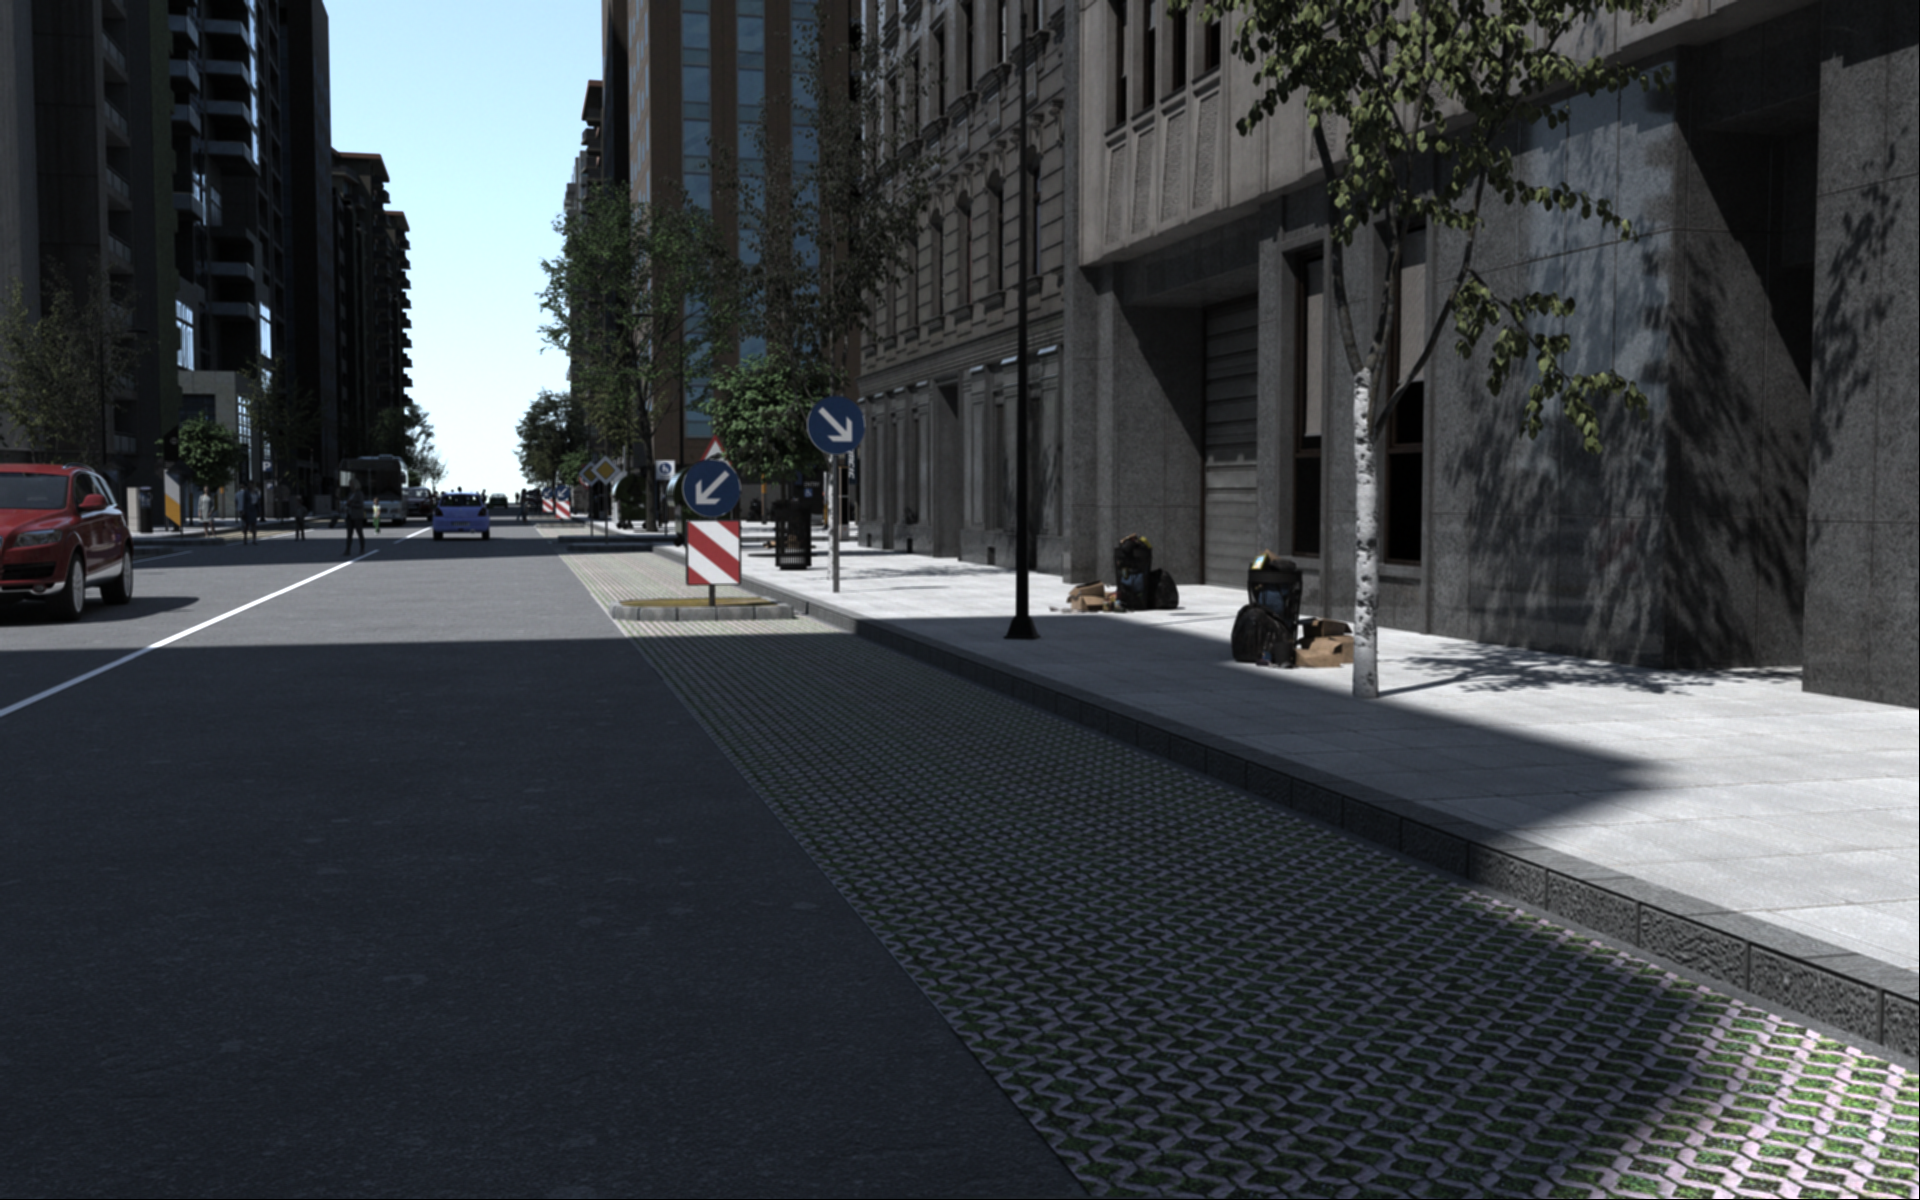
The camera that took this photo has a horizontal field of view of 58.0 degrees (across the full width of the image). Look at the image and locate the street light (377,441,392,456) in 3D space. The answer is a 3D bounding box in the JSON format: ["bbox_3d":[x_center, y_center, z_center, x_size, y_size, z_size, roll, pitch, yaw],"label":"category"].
[{"bbox_3d":[-50.557,-10.987,152.182,1.470,5.913,1.316,-1,4,-15],"label":"street light"}]

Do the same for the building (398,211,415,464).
[{"bbox_3d":[-93.285,-36.868,257.410,22.147,44.769,28.867,-1,4,-15],"label":"building"}]

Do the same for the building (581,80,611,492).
[{"bbox_3d":[-28.639,-32.410,184.531,22.147,44.769,28.867,-1,4,-15],"label":"building"}]

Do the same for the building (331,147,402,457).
[{"bbox_3d":[-82.408,-34.270,214.931,22.147,44.769,28.867,-1,4,-15],"label":"building"}]

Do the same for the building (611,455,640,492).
[{"bbox_3d":[-12.518,-41.358,114.452,20.563,71.187,20.611,-1,4,-15],"label":"building"}]

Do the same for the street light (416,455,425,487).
[{"bbox_3d":[-63.993,-14.158,204.019,1.470,5.913,1.316,-1,4,-15],"label":"street light"}]

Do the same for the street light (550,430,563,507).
[{"bbox_3d":[-28.697,-9.325,125.004,1.470,5.913,1.316,-1,4,-15],"label":"street light"}]

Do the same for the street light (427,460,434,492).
[{"bbox_3d":[-71.855,-15.998,234.101,1.470,5.913,1.316,-1,4,-15],"label":"street light"}]

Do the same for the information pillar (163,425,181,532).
[{"bbox_3d":[-26.470,-4.090,58.228,0.504,3.616,0.183,-1,4,-22],"label":"information pillar"}]

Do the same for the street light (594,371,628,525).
[{"bbox_3d":[-12.990,-5.654,64.991,1.470,5.913,1.316,-1,4,-15],"label":"street light"}]

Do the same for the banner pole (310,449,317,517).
[{"bbox_3d":[-36.185,-6.528,96.748,0.401,3.779,0.863,-1,4,-12],"label":"banner pole"}]

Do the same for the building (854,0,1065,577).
[{"bbox_3d":[4.271,-11.338,34.530,9.793,20.994,18.267,-1,4,-15],"label":"building"}]

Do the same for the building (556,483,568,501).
[{"bbox_3d":[-47.087,-35.488,272.105,32.217,40.220,23.993,-1,4,-15],"label":"building"}]

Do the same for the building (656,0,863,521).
[{"bbox_3d":[-9.678,-26.891,89.775,14.600,45.320,14.200,-1,4,-15],"label":"building"}]

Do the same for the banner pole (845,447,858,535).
[{"bbox_3d":[-3.278,-3.935,54.354,0.863,3.779,0.401,2,4,29],"label":"banner pole"}]

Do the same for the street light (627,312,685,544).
[{"bbox_3d":[-7.708,-4.404,44.542,1.470,5.913,1.316,-1,4,-15],"label":"street light"}]

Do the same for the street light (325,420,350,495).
[{"bbox_3d":[-39.105,-8.317,108.518,1.470,5.913,1.316,-1,4,-15],"label":"street light"}]

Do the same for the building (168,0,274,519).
[{"bbox_3d":[-52.682,-48.196,100.684,22.319,86.520,31.000,-1,4,-15],"label":"building"}]

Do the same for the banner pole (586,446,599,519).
[{"bbox_3d":[-19.177,-6.148,90.542,0.863,3.779,0.401,2,4,30],"label":"banner pole"}]

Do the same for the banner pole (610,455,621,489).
[{"bbox_3d":[-20.753,-7.017,104.742,0.863,3.779,0.401,-1,4,-11],"label":"banner pole"}]

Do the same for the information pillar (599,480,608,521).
[{"bbox_3d":[-17.142,-4.815,83.219,0.304,2.012,0.304,2,4,24],"label":"information pillar"}]

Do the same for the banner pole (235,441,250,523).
[{"bbox_3d":[-31.411,-5.238,75.650,0.863,3.779,0.401,0,4,4],"label":"banner pole"}]

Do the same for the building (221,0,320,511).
[{"bbox_3d":[-59.055,-42.128,127.053,20.563,71.187,20.611,-1,4,-15],"label":"building"}]

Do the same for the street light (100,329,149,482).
[{"bbox_3d":[-23.492,-4.659,48.713,1.470,5.913,1.316,-1,4,-15],"label":"street light"}]

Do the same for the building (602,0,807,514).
[{"bbox_3d":[-20.927,-29.843,138.049,14.600,45.320,14.200,-1,4,-15],"label":"building"}]

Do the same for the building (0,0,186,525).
[{"bbox_3d":[-38.928,-23.398,66.145,14.154,41.232,14.086,-1,4,-15],"label":"building"}]

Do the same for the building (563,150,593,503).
[{"bbox_3d":[-44.024,-38.183,243.902,23.786,49.044,30.456,-1,4,-15],"label":"building"}]

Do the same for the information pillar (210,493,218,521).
[{"bbox_3d":[-35.899,-5.608,83.038,0.504,3.616,0.183,-3,5,-44],"label":"information pillar"}]

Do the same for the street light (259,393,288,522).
[{"bbox_3d":[-31.400,-6.525,79.228,1.470,5.913,1.316,-1,4,-15],"label":"street light"}]

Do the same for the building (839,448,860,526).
[{"bbox_3d":[9.544,-25.368,69.392,28.867,44.769,22.147,-1,4,-15],"label":"building"}]

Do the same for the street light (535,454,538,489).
[{"bbox_3d":[-47.904,-13.833,198.717,1.470,5.913,1.316,-1,4,-15],"label":"street light"}]

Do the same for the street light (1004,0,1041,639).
[{"bbox_3d":[0.029,-2.605,15.133,1.470,5.913,1.316,-1,4,-15],"label":"street light"}]

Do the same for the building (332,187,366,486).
[{"bbox_3d":[-63.674,-23.790,160.665,14.160,30.474,14.107,-1,4,-15],"label":"building"}]

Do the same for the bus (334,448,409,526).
[{"bbox_3d":[-27.244,-5.257,80.818,2.948,3.499,13.247,-1,4,-16],"label":"bus"}]

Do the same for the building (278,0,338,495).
[{"bbox_3d":[-60.614,-30.299,145.507,14.600,45.320,14.200,-1,4,-15],"label":"building"}]

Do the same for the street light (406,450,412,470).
[{"bbox_3d":[-58.346,-12.817,182.094,1.470,5.913,1.316,-1,4,-15],"label":"street light"}]

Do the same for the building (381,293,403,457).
[{"bbox_3d":[-84.466,-28.512,237.871,14.160,30.474,14.107,-1,4,-15],"label":"building"}]

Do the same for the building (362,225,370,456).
[{"bbox_3d":[-67.529,-24.619,174.214,14.160,30.474,14.107,-1,4,-15],"label":"building"}]

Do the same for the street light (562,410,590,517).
[{"bbox_3d":[-20.942,-7.512,95.365,1.470,5.913,1.316,-1,4,-15],"label":"street light"}]

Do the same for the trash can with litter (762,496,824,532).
[{"bbox_3d":[-5.809,-2.929,58.945,2.233,1.210,1.678,3,5,42],"label":"trash can with litter"}]

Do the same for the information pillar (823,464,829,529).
[{"bbox_3d":[-4.937,-4.455,64.197,0.183,3.616,0.504,1,4,12],"label":"information pillar"}]

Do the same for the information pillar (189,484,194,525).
[{"bbox_3d":[-31.582,-4.876,71.078,0.183,3.616,0.504,-2,4,-29],"label":"information pillar"}]

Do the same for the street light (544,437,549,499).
[{"bbox_3d":[-32.690,-10.248,140.087,1.470,5.913,1.316,-1,4,-15],"label":"street light"}]

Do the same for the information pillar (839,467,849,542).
[{"bbox_3d":[-3.199,-2.584,46.734,0.304,2.012,0.304,-3,5,-42],"label":"information pillar"}]

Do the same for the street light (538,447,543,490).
[{"bbox_3d":[-40.272,-12.041,169.409,1.470,5.913,1.316,-1,4,-15],"label":"street light"}]

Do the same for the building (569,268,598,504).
[{"bbox_3d":[-42.666,-27.498,221.297,14.160,30.474,14.107,-1,4,-15],"label":"building"}]

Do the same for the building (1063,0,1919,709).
[{"bbox_3d":[9.800,-12.118,16.152,12.078,24.808,19.932,-1,4,-15],"label":"building"}]

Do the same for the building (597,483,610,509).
[{"bbox_3d":[-17.058,-28.597,159.436,32.217,40.220,23.993,-1,4,-15],"label":"building"}]
